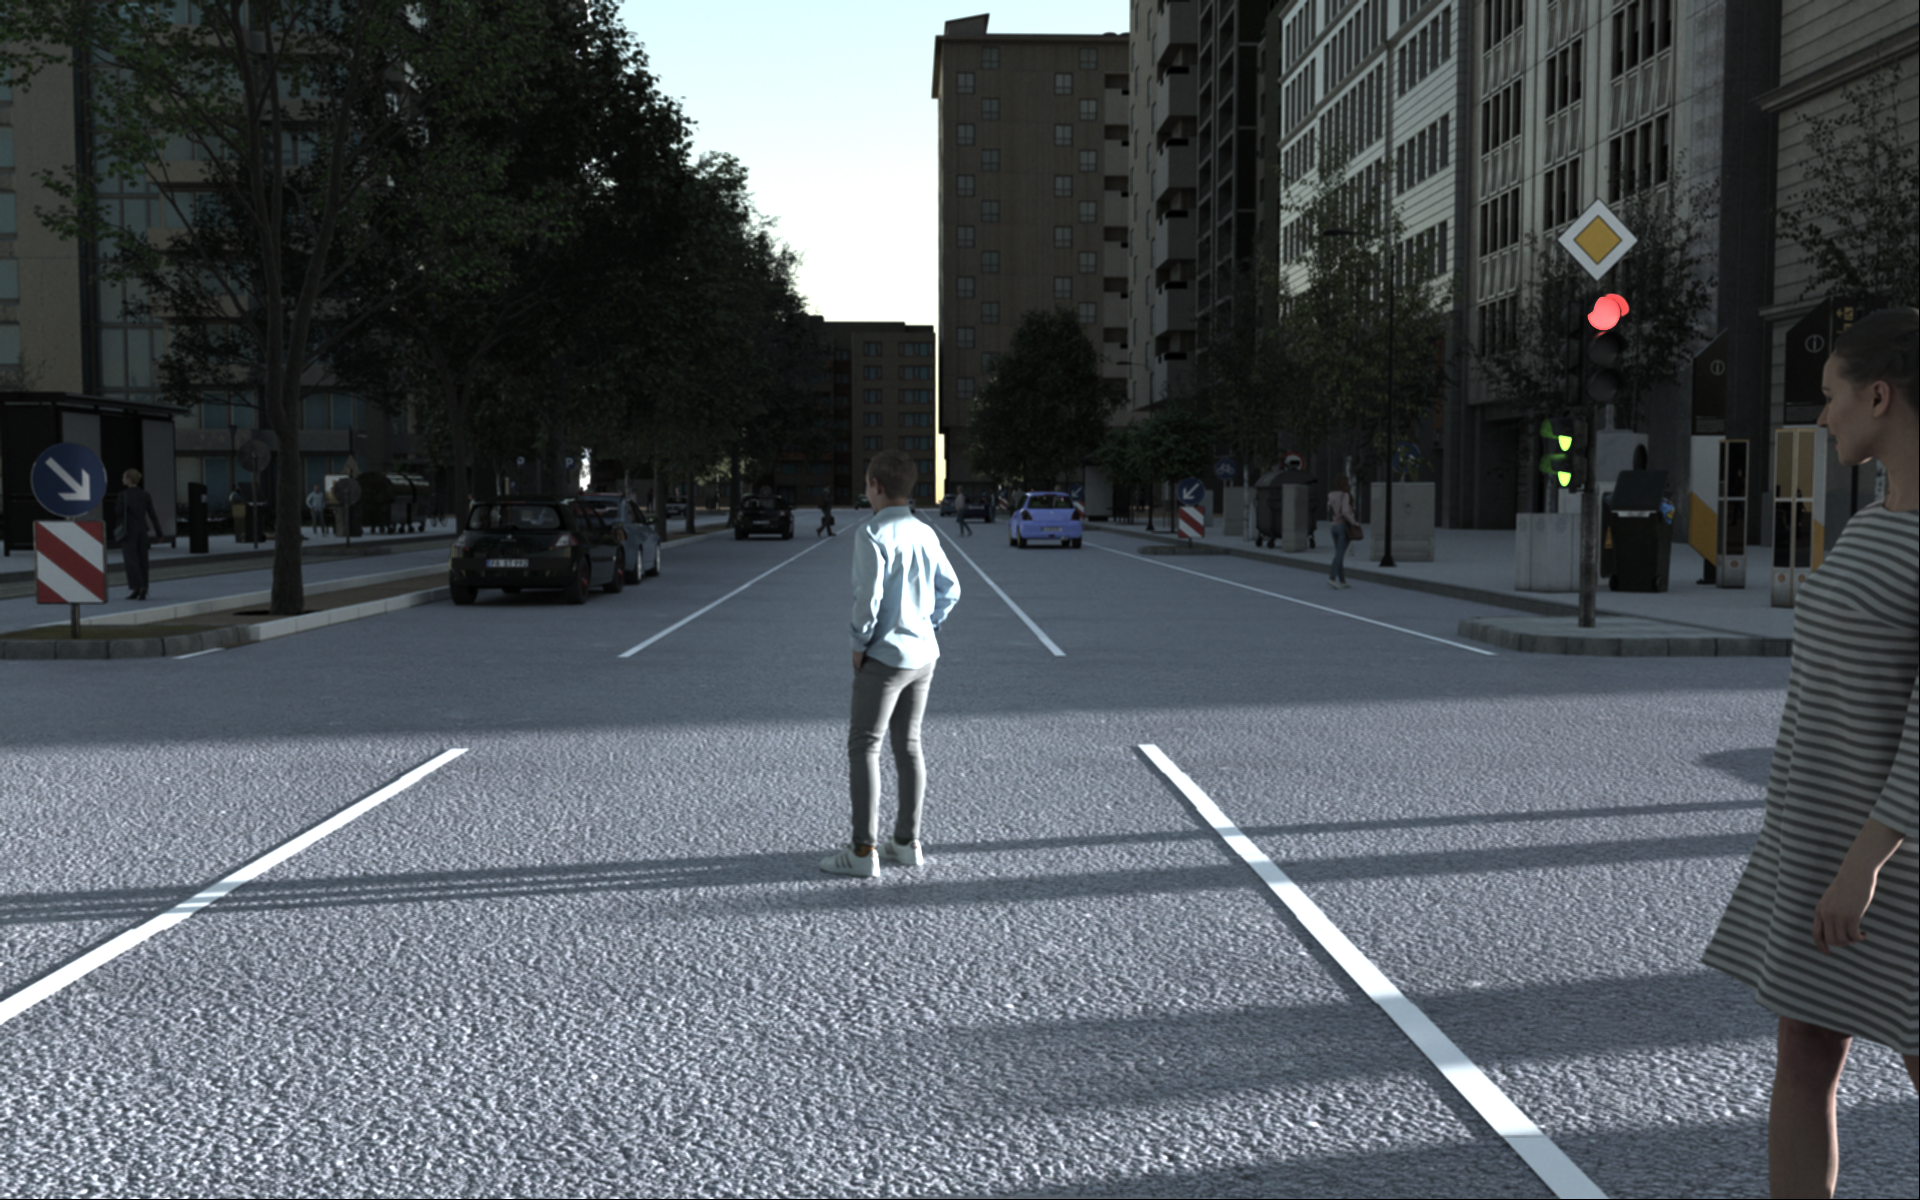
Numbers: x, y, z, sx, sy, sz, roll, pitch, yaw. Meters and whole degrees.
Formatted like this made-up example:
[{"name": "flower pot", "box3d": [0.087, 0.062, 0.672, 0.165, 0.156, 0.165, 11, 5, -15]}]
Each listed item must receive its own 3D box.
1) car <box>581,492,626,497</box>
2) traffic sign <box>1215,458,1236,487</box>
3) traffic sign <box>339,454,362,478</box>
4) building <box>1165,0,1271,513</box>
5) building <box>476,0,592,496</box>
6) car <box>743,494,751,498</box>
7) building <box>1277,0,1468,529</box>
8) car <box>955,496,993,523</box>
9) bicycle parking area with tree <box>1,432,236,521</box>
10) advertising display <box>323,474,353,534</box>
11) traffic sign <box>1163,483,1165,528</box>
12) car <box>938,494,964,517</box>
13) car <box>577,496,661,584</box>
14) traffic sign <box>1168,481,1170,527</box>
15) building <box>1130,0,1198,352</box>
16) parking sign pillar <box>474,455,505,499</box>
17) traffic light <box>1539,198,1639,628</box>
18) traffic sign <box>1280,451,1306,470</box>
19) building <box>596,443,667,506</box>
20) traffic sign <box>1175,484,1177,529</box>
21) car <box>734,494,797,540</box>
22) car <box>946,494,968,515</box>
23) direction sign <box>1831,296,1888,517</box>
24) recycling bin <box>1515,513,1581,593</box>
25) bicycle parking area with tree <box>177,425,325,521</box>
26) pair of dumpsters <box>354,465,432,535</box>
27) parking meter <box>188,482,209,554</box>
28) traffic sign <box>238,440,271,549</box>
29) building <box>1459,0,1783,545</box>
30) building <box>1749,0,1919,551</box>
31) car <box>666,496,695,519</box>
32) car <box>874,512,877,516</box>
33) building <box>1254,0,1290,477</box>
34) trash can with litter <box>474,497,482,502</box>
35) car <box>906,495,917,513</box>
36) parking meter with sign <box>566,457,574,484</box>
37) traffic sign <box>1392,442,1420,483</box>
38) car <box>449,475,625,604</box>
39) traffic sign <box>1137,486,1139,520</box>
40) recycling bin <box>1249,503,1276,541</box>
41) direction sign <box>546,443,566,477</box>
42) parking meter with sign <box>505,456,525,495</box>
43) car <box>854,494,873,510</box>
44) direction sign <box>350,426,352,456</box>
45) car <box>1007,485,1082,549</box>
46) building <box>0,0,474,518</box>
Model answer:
[{"name": "car", "box3d": [-11.534, -2.859, 55.788, 2.155, 1.783, 4.494, 0, 4, -1]}, {"name": "traffic sign", "box3d": [9.393, -3.745, 61.330, 0.768, 2.556, 0.104, 0, 4, 4]}, {"name": "traffic sign", "box3d": [-19.916, -3.461, 56.594, 0.884, 2.594, 0.081, 0, 4, 7]}, {"name": "building", "box3d": [25.961, -41.596, 118.338, 20.563, 71.187, 20.611, 0, 4, -2]}, {"name": "building", "box3d": [-45.524, -36.823, 144.047, 28.212, 58.520, 21.231, 0, 4, -2]}, {"name": "car", "box3d": [-14.209, -6.520, 116.817, 2.015, 1.641, 3.980, 0, 4, -3]}, {"name": "building", "box3d": [22.818, -18.340, 77.344, 11.434, 29.767, 29.804, 0, 4, -2]}, {"name": "car", "box3d": [0.731, -4.564, 87.205, 1.945, 1.354, 3.894, 0, 4, -3]}, {"name": "bicycle parking area with tree", "box3d": [-40.974, -5.861, 82.829, 9.016, 4.147, 8.231, 1, 4, 16]}, {"name": "advertising display", "box3d": [-19.856, -3.065, 55.333, 0.974, 1.923, 0.123, 1, 4, 14]}, {"name": "traffic sign", "box3d": [7.801, -4.048, 66.186, 0.884, 2.594, 0.081, 0, 4, 5]}, {"name": "car", "box3d": [-0.404, -6.103, 111.783, 2.014, 1.417, 4.499, 0, 4, -2]}, {"name": "car", "box3d": [-6.028, -1.021, 28.701, 2.014, 1.417, 4.499, 0, 4, -4]}, {"name": "traffic sign", "box3d": [8.141, -4.127, 67.474, 0.884, 2.594, 0.081, 0, 4, 4]}, {"name": "building", "box3d": [28.944, -33.880, 143.177, 28.713, 52.752, 27.495, 0, 4, -2]}, {"name": "parking sign pillar", "box3d": [-21.188, -5.477, 78.013, 1.447, 3.967, 1.447, 0, 4, 2]}, {"name": "traffic light", "box3d": [6.030, -1.693, 16.599, 0.839, 4.253, 0.868, 0, 4, -2]}, {"name": "traffic sign", "box3d": [9.809, -3.123, 51.173, 0.768, 2.556, 0.104, 0, 4, 1]}, {"name": "building", "box3d": [-39.125, -25.670, 191.400, 14.107, 30.474, 14.160, 0, 4, -2]}, {"name": "traffic sign", "box3d": [7.836, -3.842, 62.813, 0.884, 2.594, 0.081, 0, 4, -1]}, {"name": "car", "box3d": [-6.230, -2.784, 55.305, 2.009, 1.686, 4.222, 0, 4, -3]}, {"name": "car", "box3d": [-0.089, -6.687, 119.111, 2.009, 1.686, 4.222, 0, 4, -3]}, {"name": "direction sign", "box3d": [10.377, -1.716, 20.062, 0.876, 3.537, 0.379, -2, 4, -25]}, {"name": "recycling bin", "box3d": [7.831, -0.629, 22.834, 0.722, 1.027, 0.722, -1, 4, -19]}, {"name": "bicycle parking area with tree", "box3d": [-30.454, -5.390, 75.129, 9.016, 4.147, 8.231, 1, 4, 16]}, {"name": "pair of dumpsters", "box3d": [-18.572, -3.305, 56.536, 1.574, 2.255, 4.437, 0, 4, -2]}, {"name": "parking meter", "box3d": [-16.472, -1.776, 37.454, 0.372, 1.533, 0.369, 0, 3, 0]}, {"name": "traffic sign", "box3d": [-16.519, -2.474, 40.563, 0.768, 2.556, 0.104, 0, 4, -1]}, {"name": "building", "box3d": [24.512, -14.354, 52.714, 12.078, 24.808, 19.932, 0, 4, -2]}, {"name": "building", "box3d": [30.819, -15.152, 35.128, 23.554, 28.519, 14.401, 0, 4, -2]}, {"name": "car", "box3d": [-16.567, -5.442, 101.552, 1.945, 1.354, 3.894, 0, 4, -1]}, {"name": "car", "box3d": [-4.811, -6.413, 114.437, 1.945, 1.707, 3.694, 0, 4, -1]}, {"name": "building", "box3d": [24.431, -20.211, 102.153, 14.160, 30.474, 14.107, 0, 4, -2]}, {"name": "trash can with litter", "box3d": [-20.827, -3.937, 75.757, 0.624, 1.170, 1.055, 3, 4, 36]}, {"name": "car", "box3d": [-4.348, -7.281, 131.412, 2.083, 1.381, 4.827, 0, 4, 0]}, {"name": "parking meter with sign", "box3d": [-18.996, -5.266, 82.368, 0.543, 3.016, 1.738, -3, 5, -41]}, {"name": "traffic sign", "box3d": [10.798, -2.574, 42.184, 0.768, 2.556, 0.104, 0, 4, 5]}, {"name": "car", "box3d": [-5.749, -0.862, 23.874, 2.009, 1.686, 4.222, 0, 4, -1]}, {"name": "traffic sign", "box3d": [8.879, -5.288, 86.463, 0.884, 2.594, 0.081, 0, 4, 6]}, {"name": "recycling bin", "box3d": [8.347, -2.171, 48.051, 0.722, 1.027, 0.722, 0, 4, -5]}, {"name": "direction sign", "box3d": [-17.919, -5.195, 76.932, 0.876, 3.537, 0.379, 0, 4, 5]}, {"name": "parking meter with sign", "box3d": [-20.961, -5.146, 80.403, 1.738, 3.016, 0.543, 2, 4, 35]}, {"name": "car", "box3d": [-8.726, -9.022, 159.308, 2.131, 1.459, 4.920, 0, 4, -3]}, {"name": "direction sign", "box3d": [-20.289, -4.022, 57.761, 0.379, 3.537, 0.876, -1, 4, -18]}, {"name": "car", "box3d": [2.279, -2.282, 46.909, 1.945, 1.707, 3.694, 0, 4, -4]}, {"name": "building", "box3d": [-42.484, -29.675, 104.796, 23.786, 49.044, 30.456, 0, 4, -2]}]
